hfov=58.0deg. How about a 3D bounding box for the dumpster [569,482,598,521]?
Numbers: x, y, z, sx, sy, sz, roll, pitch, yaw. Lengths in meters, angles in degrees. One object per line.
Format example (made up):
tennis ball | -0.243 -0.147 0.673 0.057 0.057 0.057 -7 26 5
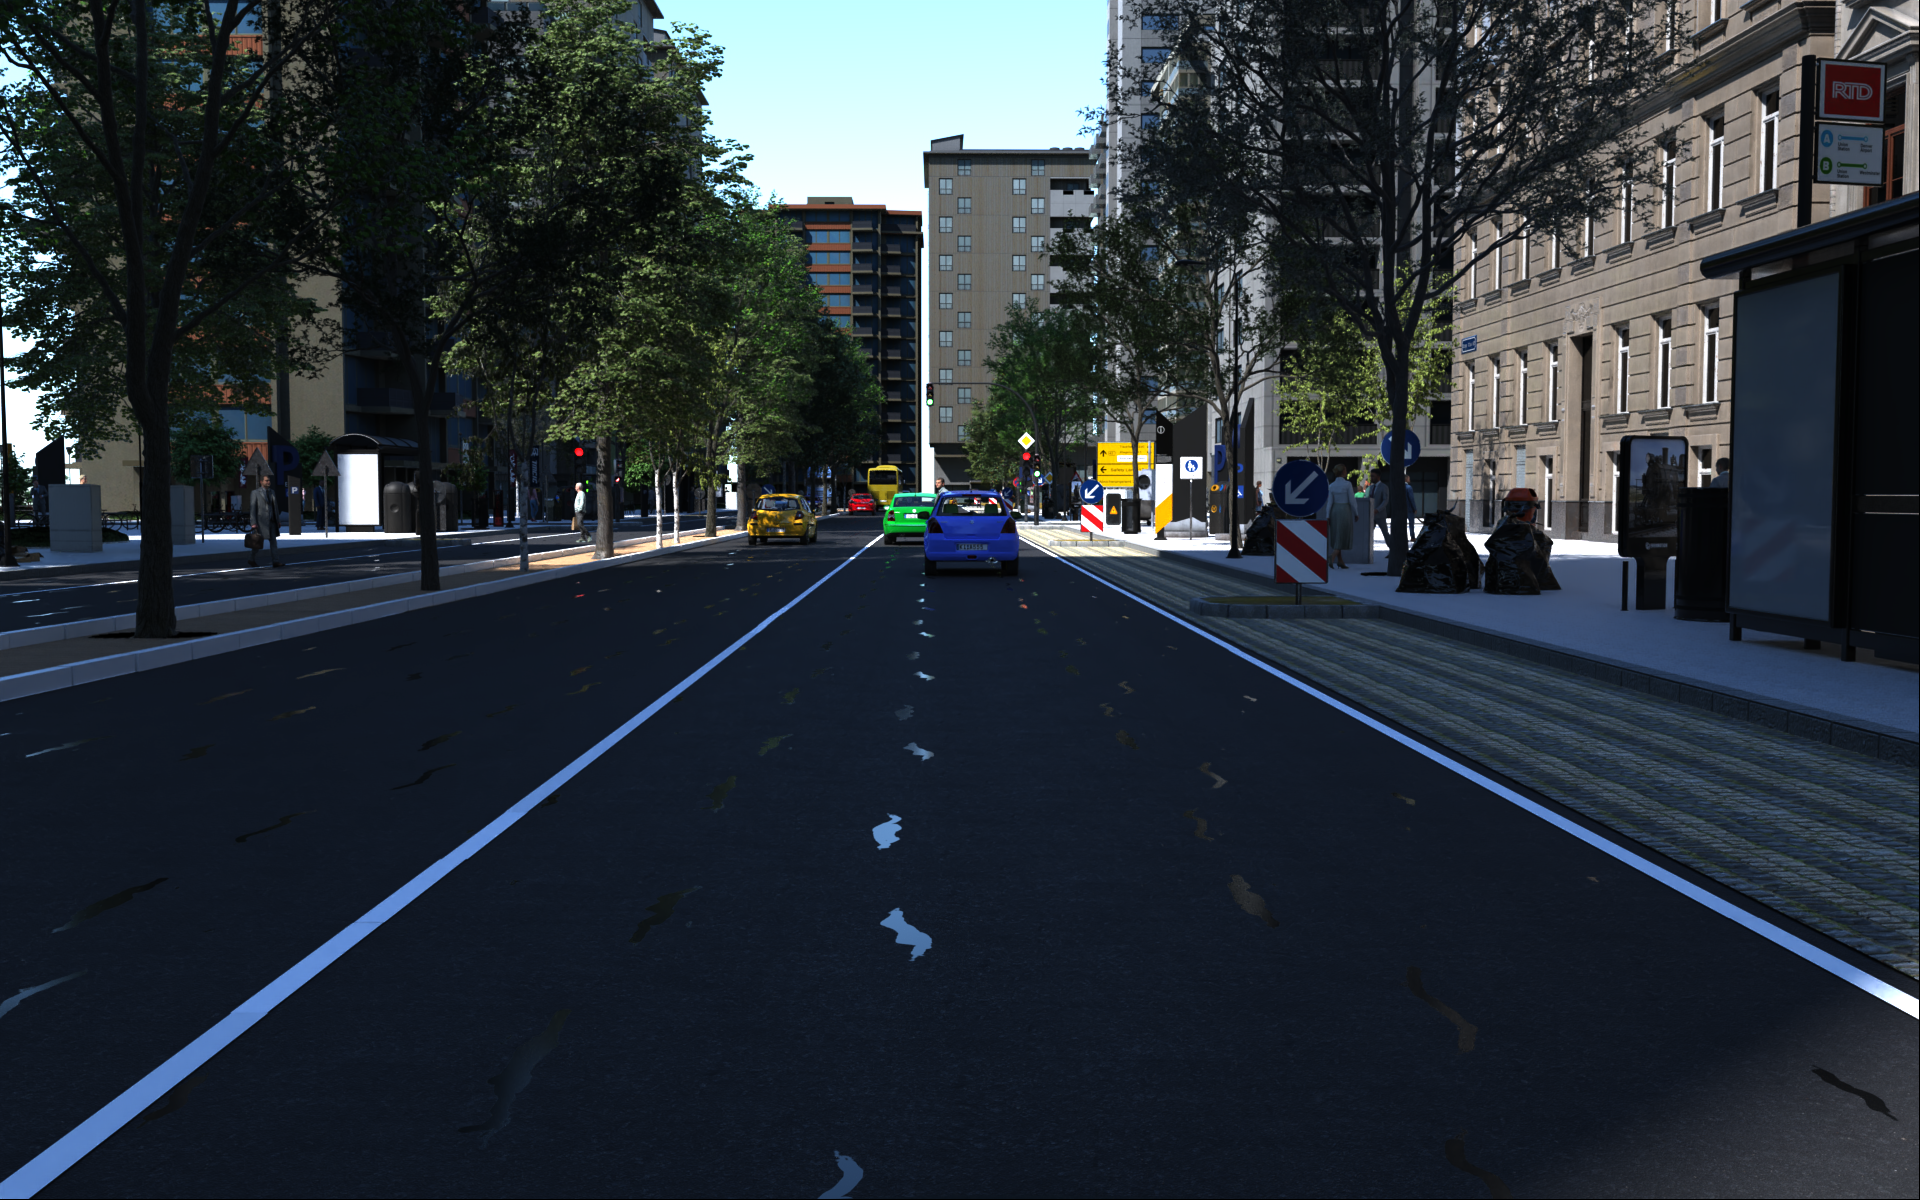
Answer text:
dumpster | -18.044 -4.747 83.367 1.264 1.857 1.865 0 4 -1

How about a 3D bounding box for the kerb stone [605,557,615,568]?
kerb stone | -6.955 -0.716 33.907 0.120 0.150 1.000 0 4 -1

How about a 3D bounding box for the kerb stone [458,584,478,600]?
kerb stone | -6.817 -0.087 23.675 0.120 0.150 1.000 0 4 -1

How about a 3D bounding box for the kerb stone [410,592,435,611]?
kerb stone | -6.792 0.035 21.631 0.120 0.150 1.000 0 4 -1

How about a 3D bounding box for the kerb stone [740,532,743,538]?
kerb stone | -7.260 -2.095 56.456 0.120 0.150 1.000 0 4 -1

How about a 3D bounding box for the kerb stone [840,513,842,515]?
kerb stone | -8.043 -5.637 114.430 0.120 0.150 1.000 0 4 -1

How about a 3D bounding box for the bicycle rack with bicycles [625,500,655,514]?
bicycle rack with bicycles | -20.658 -6.070 112.621 2.852 0.926 2.925 0 4 -6

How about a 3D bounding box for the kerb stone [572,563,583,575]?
kerb stone | -6.918 -0.528 30.829 0.120 0.150 1.000 0 4 -1

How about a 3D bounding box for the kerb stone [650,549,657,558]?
kerb stone | -7.023 -1.024 39.043 0.120 0.150 1.000 0 4 -1

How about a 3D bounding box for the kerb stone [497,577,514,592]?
kerb stone | -6.839 -0.210 25.720 0.120 0.150 1.000 0 4 -1

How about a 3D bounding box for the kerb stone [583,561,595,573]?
kerb stone | -6.924 -0.591 31.851 0.120 0.150 1.000 0 4 -1

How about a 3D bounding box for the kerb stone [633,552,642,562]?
kerb stone | -6.995 -0.905 36.992 0.120 0.150 1.000 0 4 -1

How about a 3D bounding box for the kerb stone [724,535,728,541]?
kerb stone | -7.202 -1.845 52.361 0.120 0.150 1.000 0 4 -1

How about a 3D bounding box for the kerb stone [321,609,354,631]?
kerb stone | -6.745 0.223 18.544 0.120 0.150 1.000 0 4 -1

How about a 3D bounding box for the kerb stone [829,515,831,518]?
kerb stone | -7.867 -4.889 102.133 0.120 0.150 1.000 0 4 -1

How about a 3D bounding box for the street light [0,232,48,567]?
street light | -16.313 -3.545 30.505 1.470 5.913 1.316 0 4 -1

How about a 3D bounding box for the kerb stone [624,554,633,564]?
kerb stone | -6.985 -0.842 35.965 0.120 0.150 1.000 0 4 -1

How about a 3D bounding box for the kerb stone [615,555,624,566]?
kerb stone | -6.971 -0.778 34.935 0.120 0.150 1.000 0 4 -1

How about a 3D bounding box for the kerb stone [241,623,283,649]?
kerb stone | -6.722 0.353 16.501 0.120 0.150 1.000 0 4 -1

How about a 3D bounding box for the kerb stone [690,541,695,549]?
kerb stone | -7.112 -1.399 45.188 0.120 0.150 1.000 0 4 -1

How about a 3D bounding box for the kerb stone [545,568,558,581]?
kerb stone | -6.887 -0.403 28.785 0.120 0.150 1.000 0 4 -1

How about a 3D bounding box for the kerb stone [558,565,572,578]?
kerb stone | -6.896 -0.466 29.807 0.120 0.150 1.000 0 4 -1

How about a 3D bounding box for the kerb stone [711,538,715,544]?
kerb stone | -7.164 -1.657 49.287 0.120 0.150 1.000 0 4 -1

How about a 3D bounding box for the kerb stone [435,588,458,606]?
kerb stone | -6.803 -0.028 22.653 0.120 0.150 1.000 0 4 -1

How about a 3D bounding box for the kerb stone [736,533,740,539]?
kerb stone | -7.239 -2.025 55.435 0.120 0.150 1.000 0 4 -1

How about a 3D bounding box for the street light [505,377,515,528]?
street light | -16.665 -5.716 65.994 1.470 5.913 1.316 0 4 -1

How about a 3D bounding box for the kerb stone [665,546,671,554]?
kerb stone | -7.055 -1.154 41.093 0.120 0.150 1.000 0 4 -1

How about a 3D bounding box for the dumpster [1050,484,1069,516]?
dumpster | 5.998 -5.928 102.676 1.264 1.857 1.865 0 4 -1

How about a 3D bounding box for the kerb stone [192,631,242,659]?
kerb stone | -6.700 0.413 15.472 0.120 0.150 1.000 0 4 -1

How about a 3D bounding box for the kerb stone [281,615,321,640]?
kerb stone | -6.727 0.286 17.523 0.120 0.150 1.000 0 4 -1

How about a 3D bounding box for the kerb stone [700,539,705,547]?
kerb stone | -7.137 -1.531 47.234 0.120 0.150 1.000 0 4 -1

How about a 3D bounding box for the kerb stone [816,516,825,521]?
kerb stone | -7.808 -4.576 97.013 0.120 0.150 1.000 0 4 -1

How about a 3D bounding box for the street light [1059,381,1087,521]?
street light | 4.559 -5.978 70.275 1.470 5.913 1.316 0 4 -1

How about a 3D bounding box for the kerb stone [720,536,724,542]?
kerb stone | -7.189 -1.782 51.331 0.120 0.150 1.000 0 4 -1

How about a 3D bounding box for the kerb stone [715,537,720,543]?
kerb stone | -7.181 -1.715 50.309 0.120 0.150 1.000 0 4 -1

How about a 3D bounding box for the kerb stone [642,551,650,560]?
kerb stone | -7.008 -0.966 38.016 0.120 0.150 1.000 0 4 -1

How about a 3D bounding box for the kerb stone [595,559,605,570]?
kerb stone | -6.942 -0.650 32.885 0.120 0.150 1.000 0 4 -1

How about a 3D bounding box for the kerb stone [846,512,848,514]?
kerb stone | -8.132 -6.078 121.592 0.120 0.150 1.000 0 4 -1

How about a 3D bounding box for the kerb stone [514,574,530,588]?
kerb stone | -6.856 -0.278 26.742 0.120 0.150 1.000 0 4 -1

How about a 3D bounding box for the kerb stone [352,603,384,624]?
kerb stone | -6.755 0.161 19.568 0.120 0.150 1.000 0 4 -1

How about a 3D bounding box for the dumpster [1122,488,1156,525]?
dumpster | 7.244 -3.928 69.985 1.264 1.857 1.865 0 4 -1

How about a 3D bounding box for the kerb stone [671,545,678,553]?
kerb stone | -7.059 -1.217 42.115 0.120 0.150 1.000 0 4 -1

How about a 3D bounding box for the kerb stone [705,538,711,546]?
kerb stone | -7.146 -1.594 48.256 0.120 0.150 1.000 0 4 -1

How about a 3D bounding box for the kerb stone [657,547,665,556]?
kerb stone | -7.033 -1.093 40.065 0.120 0.150 1.000 0 4 -1

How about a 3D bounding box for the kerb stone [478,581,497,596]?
kerb stone | -6.824 -0.152 24.698 0.120 0.150 1.000 0 4 -1

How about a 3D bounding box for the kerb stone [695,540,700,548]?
kerb stone | -7.123 -1.469 46.209 0.120 0.150 1.000 0 4 -1

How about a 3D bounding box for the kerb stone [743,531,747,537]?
kerb stone | -7.271 -2.158 57.478 0.120 0.150 1.000 0 4 -1

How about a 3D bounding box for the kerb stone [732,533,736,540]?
kerb stone | -7.229 -1.970 54.410 0.120 0.150 1.000 0 4 -1

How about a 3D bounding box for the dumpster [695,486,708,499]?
dumpster | -21.656 -8.693 144.625 1.502 2.255 1.985 0 4 -1

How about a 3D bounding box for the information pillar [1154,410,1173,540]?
information pillar | 5.653 -3.466 48.022 0.504 3.616 0.183 1 4 21

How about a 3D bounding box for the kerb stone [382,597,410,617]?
kerb stone | -6.780 0.098 20.590 0.120 0.150 1.000 0 4 -1

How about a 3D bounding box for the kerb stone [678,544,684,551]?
kerb stone | -7.084 -1.281 43.140 0.120 0.150 1.000 0 4 -1

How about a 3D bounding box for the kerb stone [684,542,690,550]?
kerb stone | -7.093 -1.343 44.166 0.120 0.150 1.000 0 4 -1

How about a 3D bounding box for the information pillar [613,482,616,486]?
information pillar | -20.619 -6.080 103.898 0.304 2.012 0.304 0 4 4

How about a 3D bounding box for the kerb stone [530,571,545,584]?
kerb stone | -6.871 -0.341 27.764 0.120 0.150 1.000 0 4 -1

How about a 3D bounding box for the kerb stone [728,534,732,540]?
kerb stone | -7.227 -1.908 53.388 0.120 0.150 1.000 0 4 -1
